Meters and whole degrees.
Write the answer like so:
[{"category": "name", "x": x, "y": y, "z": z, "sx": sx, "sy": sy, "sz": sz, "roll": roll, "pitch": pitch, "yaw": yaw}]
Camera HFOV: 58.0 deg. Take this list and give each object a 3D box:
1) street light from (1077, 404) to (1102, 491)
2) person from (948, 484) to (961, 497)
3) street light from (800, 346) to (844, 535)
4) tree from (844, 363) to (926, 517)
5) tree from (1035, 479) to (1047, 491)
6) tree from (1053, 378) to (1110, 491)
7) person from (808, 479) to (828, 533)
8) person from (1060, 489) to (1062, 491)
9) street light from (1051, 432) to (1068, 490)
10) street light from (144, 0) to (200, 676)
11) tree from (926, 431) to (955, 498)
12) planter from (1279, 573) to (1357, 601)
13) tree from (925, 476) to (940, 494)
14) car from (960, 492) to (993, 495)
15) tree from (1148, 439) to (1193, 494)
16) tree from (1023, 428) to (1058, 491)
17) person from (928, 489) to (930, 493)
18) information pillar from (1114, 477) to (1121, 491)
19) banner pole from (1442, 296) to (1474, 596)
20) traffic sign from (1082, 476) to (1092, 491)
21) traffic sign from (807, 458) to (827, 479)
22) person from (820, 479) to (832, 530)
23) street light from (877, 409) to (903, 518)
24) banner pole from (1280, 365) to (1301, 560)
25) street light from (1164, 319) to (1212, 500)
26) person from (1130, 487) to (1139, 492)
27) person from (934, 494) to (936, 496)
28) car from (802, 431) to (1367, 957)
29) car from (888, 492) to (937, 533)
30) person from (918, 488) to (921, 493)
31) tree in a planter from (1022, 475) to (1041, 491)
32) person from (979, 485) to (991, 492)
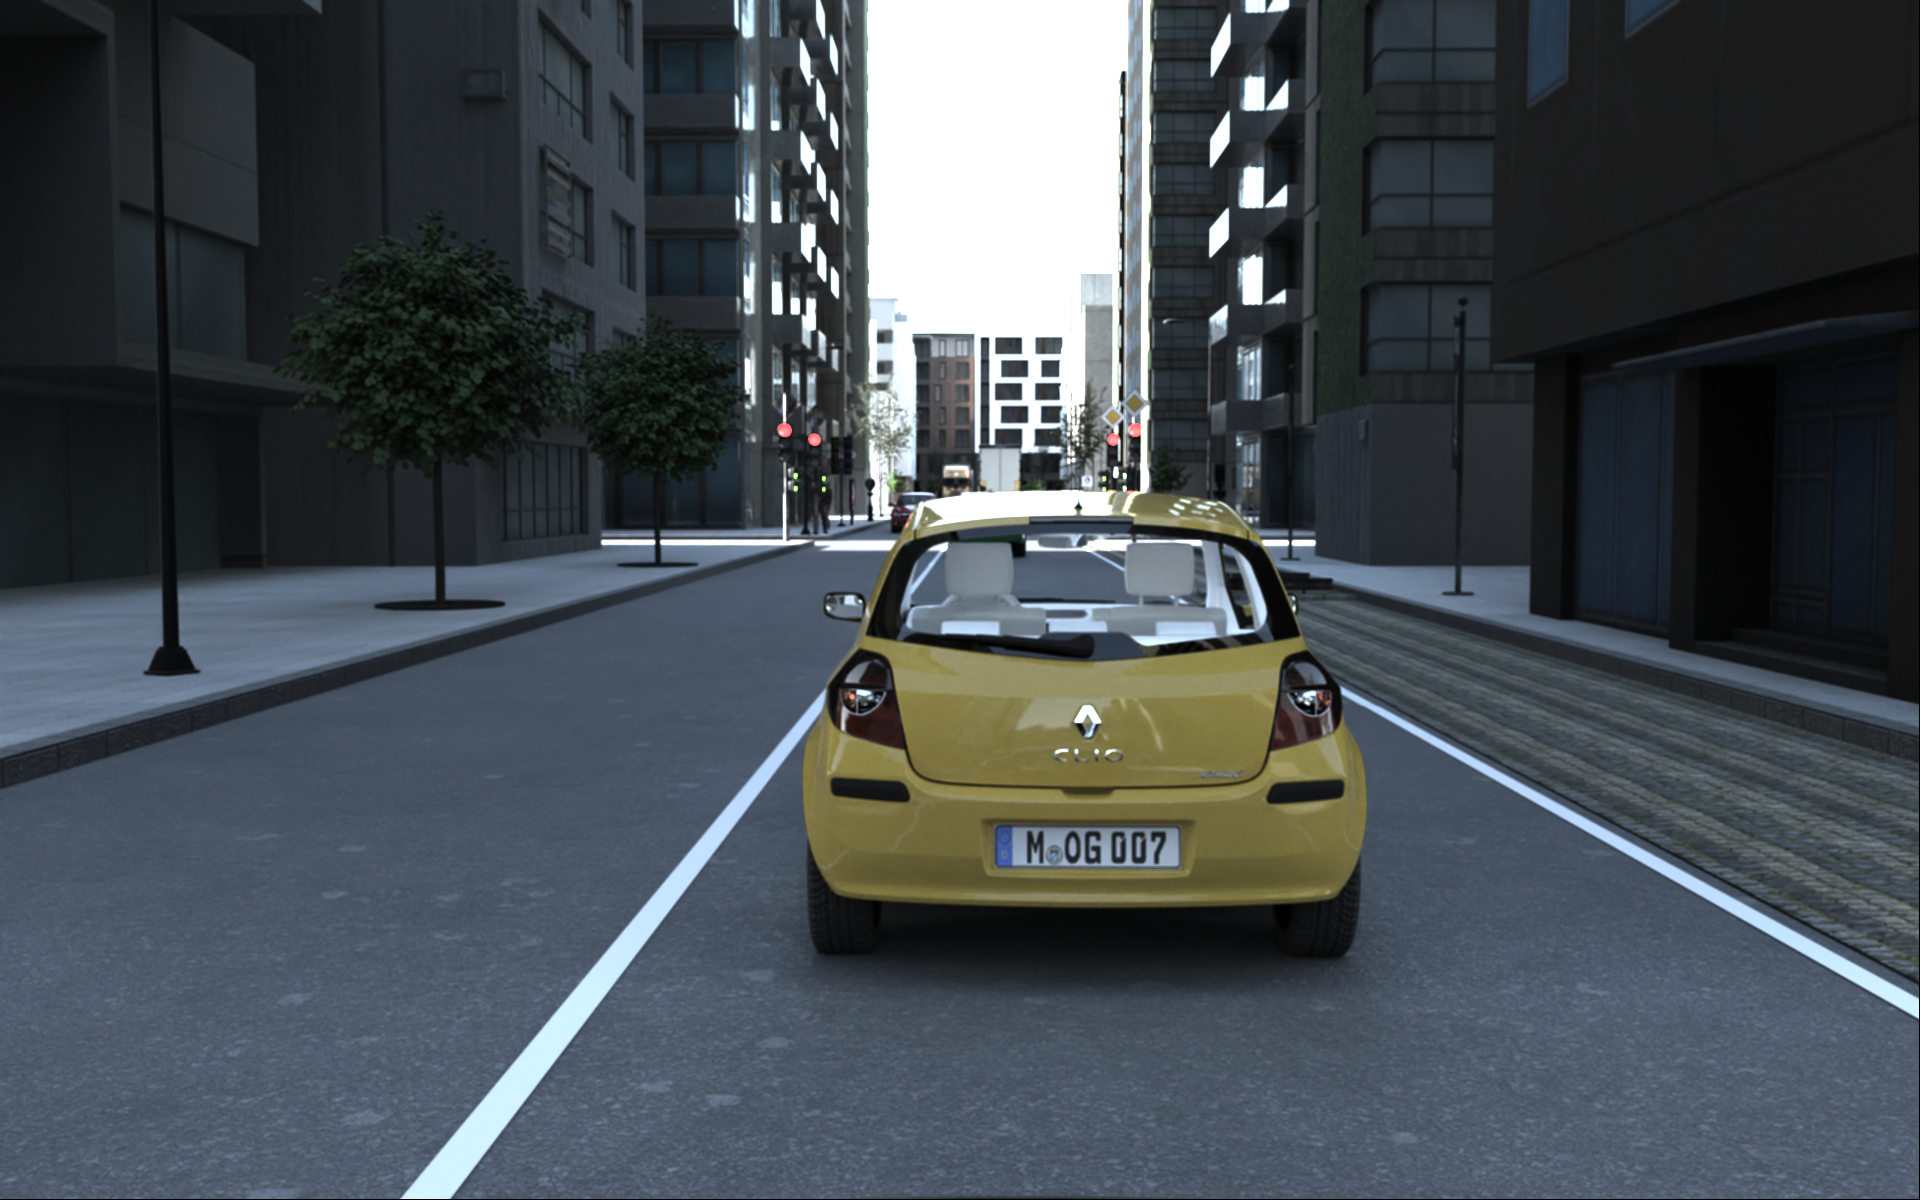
[{"category": "street light", "x": 6.728, "y": -7.153, "z": 89.487, "sx": 1.470, "sy": 5.913, "sz": 1.316, "roll": 0, "pitch": 4, "yaw": 1}, {"category": "person", "x": 0.005, "y": -2.748, "z": 53.964, "sx": 0.750, "sy": 1.759, "sz": 0.617, "roll": -3, "pitch": 5, "yaw": -39}, {"category": "street light", "x": -4.315, "y": -5.001, "z": 54.310, "sx": 1.470, "sy": 5.913, "sz": 1.316, "roll": 0, "pitch": 4, "yaw": 1}, {"category": "tree", "x": -4.379, "y": -9.044, "z": 98.224, "sx": 4.360, "sy": 8.622, "sz": 3.978, "roll": 0, "pitch": 3, "yaw": 0}, {"category": "tree", "x": 9.627, "y": -12.968, "z": 206.633, "sx": 1.663, "sy": 3.219, "sz": 1.824, "roll": 0, "pitch": 3, "yaw": 0}, {"category": "tree", "x": 7.713, "y": -9.803, "z": 110.643, "sx": 4.737, "sy": 8.622, "sz": 4.395, "roll": 0, "pitch": 3, "yaw": 0}, {"category": "person", "x": -4.615, "y": -3.047, "z": 56.304, "sx": 0.683, "sy": 1.767, "sz": 0.568, "roll": 0, "pitch": 4, "yaw": -2}, {"category": "person", "x": 8.817, "y": -8.891, "z": 152.228, "sx": 1.217, "sy": 1.723, "sz": 0.721, "roll": -2, "pitch": 4, "yaw": -34}, {"category": "street light", "x": 7.450, "y": -9.591, "z": 129.352, "sx": 1.470, "sy": 5.913, "sz": 1.316, "roll": 0, "pitch": 4, "yaw": 1}, {"category": "street light", "x": -5.092, "y": -2.425, "z": 12.183, "sx": 1.470, "sy": 5.913, "sz": 1.316, "roll": 0, "pitch": 4, "yaw": 1}, {"category": "tree", "x": -2.504, "y": -15.289, "z": 200.331, "sx": 4.360, "sy": 8.622, "sz": 3.978, "roll": 0, "pitch": 3, "yaw": 0}, {"category": "planter", "x": 4.329, "y": -0.183, "z": 24.127, "sx": 1.991, "sy": 0.319, "sz": 1.994, "roll": 0, "pitch": 4, "yaw": 1}, {"category": "tree", "x": -3.026, "y": -11.789, "z": 187.351, "sx": 1.663, "sy": 3.219, "sz": 1.824, "roll": 0, "pitch": 3, "yaw": 0}, {"category": "car", "x": 0.620, "y": -1.974, "z": 41.075, "sx": 1.959, "sy": 1.807, "sz": 4.718, "roll": 0, "pitch": 3, "yaw": 0}, {"category": "tree", "x": 7.133, "y": -4.056, "z": 60.922, "sx": 1.663, "sy": 3.219, "sz": 1.824, "roll": 0, "pitch": 3, "yaw": 0}, {"category": "tree", "x": 9.063, "y": -14.862, "z": 193.348, "sx": 4.360, "sy": 8.622, "sz": 3.978, "roll": 0, "pitch": 3, "yaw": 0}, {"category": "person", "x": -3.336, "y": -10.977, "z": 185.155, "sx": 0.705, "sy": 1.869, "sz": 1.348, "roll": 0, "pitch": 4, "yaw": -2}, {"category": "information pillar", "x": 6.762, "y": -4.307, "z": 74.914, "sx": 0.304, "sy": 2.012, "sz": 0.304, "roll": 3, "pitch": 5, "yaw": 44}, {"category": "banner pole", "x": 6.249, "y": -1.941, "z": 21.755, "sx": 0.401, "sy": 3.779, "sz": 0.863, "roll": 2, "pitch": 4, "yaw": 25}, {"category": "traffic sign", "x": 7.187, "y": -5.854, "z": 97.845, "sx": 0.606, "sy": 2.300, "sz": 0.079, "roll": 1, "pitch": 4, "yaw": 9}, {"category": "traffic sign", "x": -4.804, "y": -3.523, "z": 57.712, "sx": 0.768, "sy": 2.556, "sz": 0.104, "roll": 0, "pitch": 4, "yaw": 8}, {"category": "person", "x": -4.783, "y": -3.374, "z": 61.336, "sx": 0.434, "sy": 1.807, "sz": 0.598, "roll": 3, "pitch": 5, "yaw": 44}, {"category": "street light", "x": -3.778, "y": -7.443, "z": 94.228, "sx": 1.470, "sy": 5.913, "sz": 1.316, "roll": 0, "pitch": 4, "yaw": 1}, {"category": "banner pole", "x": 6.371, "y": -2.654, "z": 33.406, "sx": 0.401, "sy": 3.779, "sz": 0.863, "roll": 1, "pitch": 4, "yaw": 16}, {"category": "street light", "x": 6.107, "y": -4.501, "z": 46.133, "sx": 1.470, "sy": 5.913, "sz": 1.316, "roll": 0, "pitch": 4, "yaw": 1}, {"category": "person", "x": 8.969, "y": -4.998, "z": 89.222, "sx": 0.566, "sy": 1.644, "sz": 0.517, "roll": -1, "pitch": 4, "yaw": -19}, {"category": "person", "x": -3.297, "y": -12.202, "z": 208.730, "sx": 1.217, "sy": 1.735, "sz": 0.721, "roll": -2, "pitch": 4, "yaw": -30}, {"category": "car", "x": 0.410, "y": 0.209, "z": 6.804, "sx": 2.015, "sy": 1.641, "sz": 3.980, "roll": 0, "pitch": 4, "yaw": 1}, {"category": "car", "x": -1.595, "y": -3.418, "z": 64.929, "sx": 2.155, "sy": 1.783, "sz": 4.494, "roll": 0, "pitch": 4, "yaw": 2}, {"category": "person", "x": -3.947, "y": -9.959, "z": 168.508, "sx": 0.705, "sy": 1.869, "sz": 1.348, "roll": 1, "pitch": 4, "yaw": 8}, {"category": "tree in a planter", "x": 6.402, "y": -9.743, "z": 156.514, "sx": 1.991, "sy": 3.239, "sz": 1.994, "roll": 0, "pitch": 4, "yaw": 1}, {"category": "person", "x": 0.876, "y": -2.896, "z": 56.660, "sx": 0.445, "sy": 1.727, "sz": 0.742, "roll": -3, "pitch": 5, "yaw": -40}]
